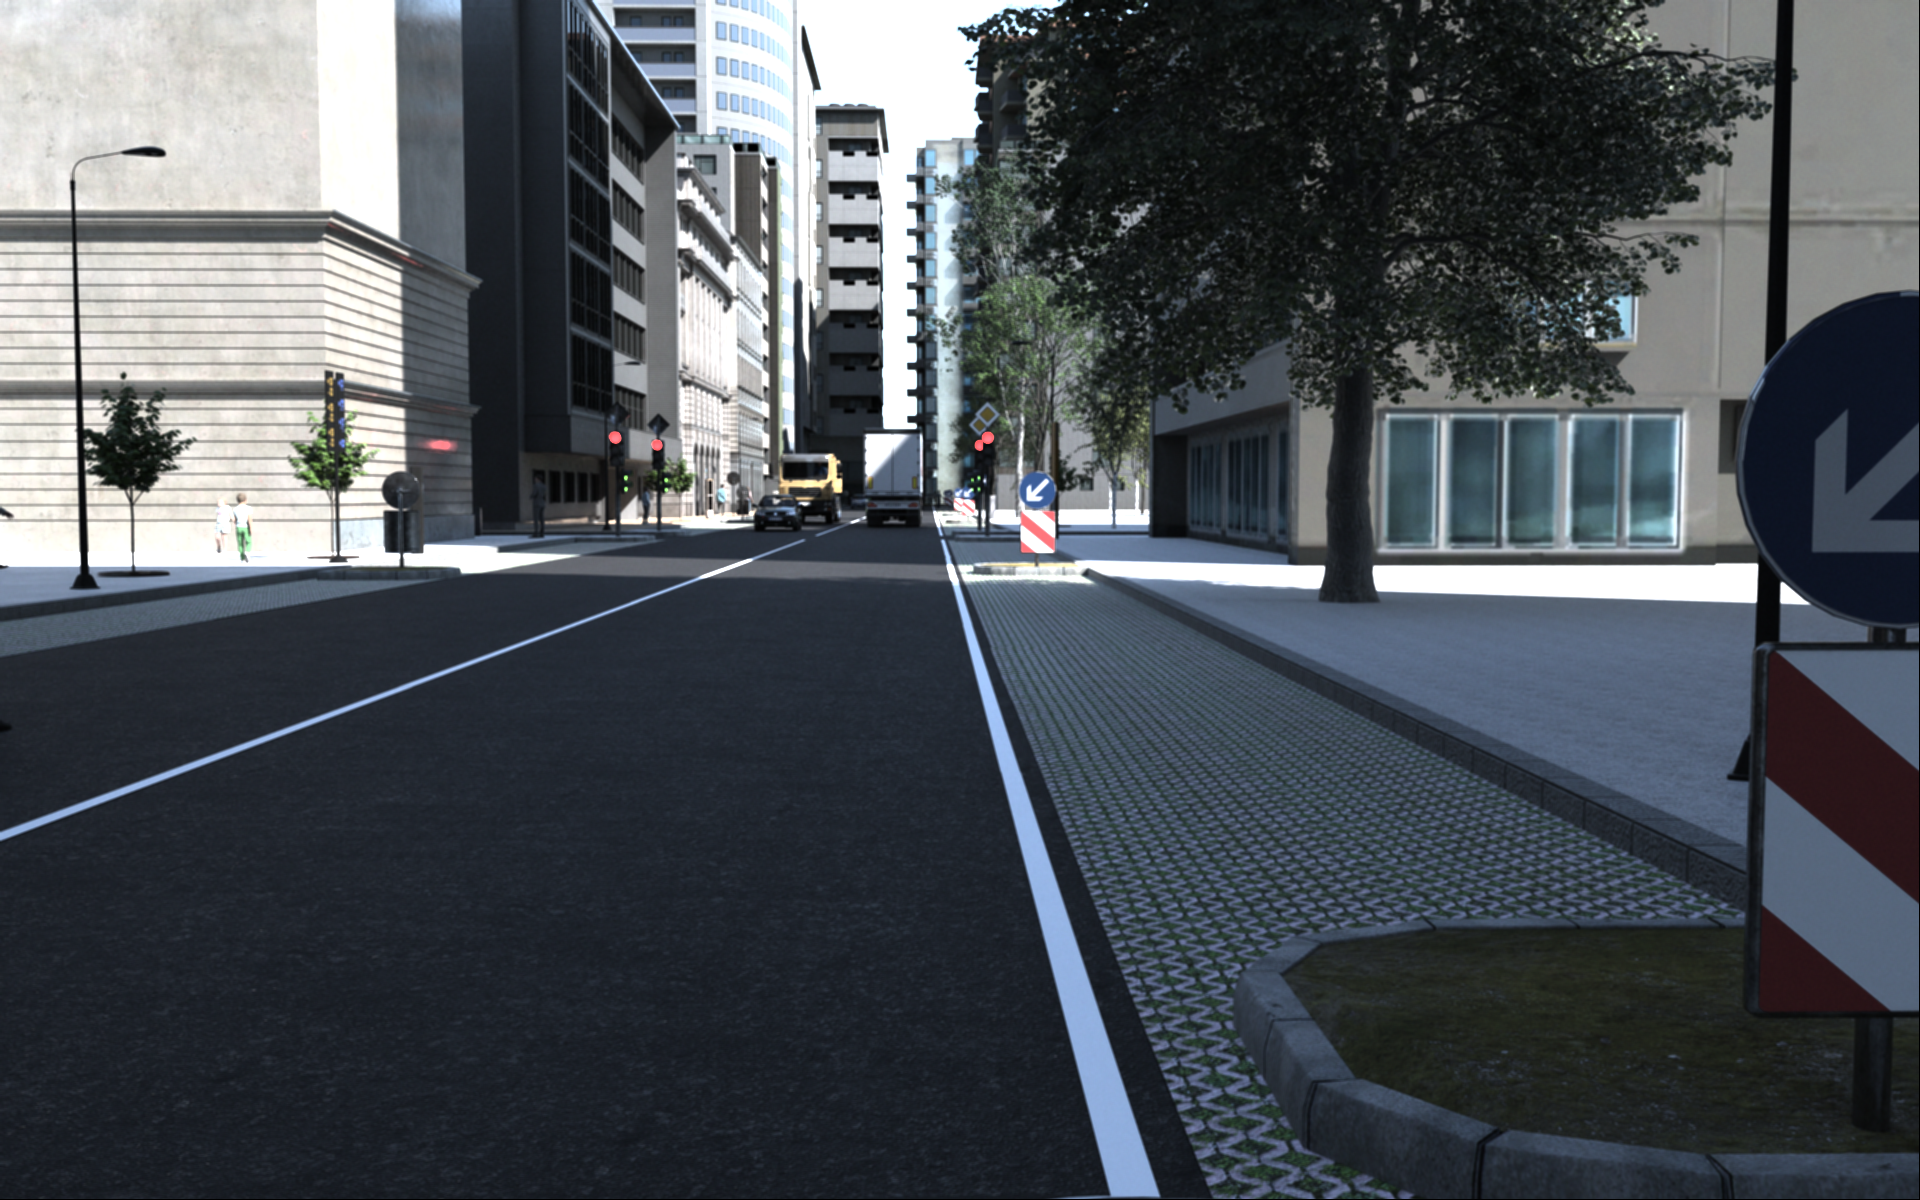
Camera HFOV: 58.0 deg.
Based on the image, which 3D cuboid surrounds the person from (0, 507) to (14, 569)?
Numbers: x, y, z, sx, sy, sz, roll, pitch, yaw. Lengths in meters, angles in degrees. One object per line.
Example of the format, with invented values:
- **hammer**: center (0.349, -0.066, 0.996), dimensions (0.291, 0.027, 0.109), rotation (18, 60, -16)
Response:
- **person**: center (-16.435, -1.395, 29.126), dimensions (0.850, 1.792, 0.678), rotation (0, 4, -7)

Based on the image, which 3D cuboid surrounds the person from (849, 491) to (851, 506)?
- **person**: center (-12.313, -11.354, 194.856), dimensions (0.721, 1.735, 1.217), rotation (0, 4, -4)

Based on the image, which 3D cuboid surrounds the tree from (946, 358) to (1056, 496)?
- **tree**: center (2.479, -11.280, 118.841), dimensions (7.601, 10.594, 8.767), rotation (2, 4, 29)

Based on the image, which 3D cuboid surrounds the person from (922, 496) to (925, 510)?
- **person**: center (-3.473, -8.948, 155.718), dimensions (0.530, 1.710, 0.541), rotation (-2, 4, -32)

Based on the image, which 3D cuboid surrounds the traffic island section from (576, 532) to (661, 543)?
- **traffic island section**: center (-10.384, -1.850, 52.523), dimensions (2.009, 0.180, 2.903), rotation (0, 4, -1)

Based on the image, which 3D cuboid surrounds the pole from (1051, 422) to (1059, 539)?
- **pole**: center (2.704, -3.391, 49.292), dimensions (0.158, 3.312, 0.155), rotation (0, 3, 0)

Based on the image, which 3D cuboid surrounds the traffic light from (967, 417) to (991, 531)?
- **traffic light**: center (0.674, -4.383, 60.586), dimensions (0.839, 4.253, 0.868), rotation (0, 4, -1)

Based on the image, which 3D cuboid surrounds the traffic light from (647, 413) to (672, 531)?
- **traffic light**: center (-10.485, -4.370, 60.373), dimensions (0.839, 4.253, 0.868), rotation (0, 4, -1)

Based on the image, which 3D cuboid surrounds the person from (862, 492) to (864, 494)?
- **person**: center (-10.777, -11.117, 191.737), dimensions (0.593, 1.643, 0.415), rotation (3, 4, 37)

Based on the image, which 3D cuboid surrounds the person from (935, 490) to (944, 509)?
- **person**: center (-2.035, -9.726, 167.598), dimensions (0.705, 1.814, 1.350), rotation (-3, 4, -39)

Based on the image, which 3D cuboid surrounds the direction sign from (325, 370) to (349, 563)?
- **direction sign**: center (-11.587, -2.458, 32.184), dimensions (0.379, 3.537, 0.876), rotation (0, 4, 0)

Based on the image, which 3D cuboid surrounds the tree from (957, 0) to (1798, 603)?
- **tree**: center (4.742, -6.957, 20.397), dimensions (9.857, 13.997, 8.962), rotation (0, 3, 0)

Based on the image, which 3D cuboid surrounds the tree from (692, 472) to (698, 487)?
- **tree**: center (-12.961, -5.275, 80.849), dimensions (1.663, 3.219, 1.824), rotation (0, 3, 0)

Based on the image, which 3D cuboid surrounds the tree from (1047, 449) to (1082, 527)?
- **tree**: center (3.770, -4.491, 68.031), dimensions (1.663, 3.219, 1.824), rotation (0, 3, 0)

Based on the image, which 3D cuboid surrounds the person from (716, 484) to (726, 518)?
- **person**: center (-12.927, -5.347, 93.486), dimensions (0.660, 1.820, 0.620), rotation (1, 4, 19)

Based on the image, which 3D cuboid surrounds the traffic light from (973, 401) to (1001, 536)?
- **traffic light**: center (0.816, -3.895, 52.602), dimensions (0.839, 4.253, 0.868), rotation (0, 4, -1)

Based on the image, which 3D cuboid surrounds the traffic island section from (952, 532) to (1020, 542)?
- **traffic island section**: center (0.856, -1.862, 52.717), dimensions (2.009, 0.180, 2.903), rotation (0, 4, -1)

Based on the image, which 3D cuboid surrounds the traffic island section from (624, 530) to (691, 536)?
- **traffic island section**: center (-10.525, -2.338, 60.507), dimensions (2.009, 0.180, 2.903), rotation (0, 4, -1)

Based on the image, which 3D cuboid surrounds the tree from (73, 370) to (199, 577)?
- **tree**: center (-13.133, -1.999, 27.278), dimensions (1.663, 3.219, 1.824), rotation (0, 3, 0)

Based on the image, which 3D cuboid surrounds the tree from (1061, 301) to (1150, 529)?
- **tree**: center (5.713, -6.967, 64.271), dimensions (4.360, 8.622, 3.978), rotation (0, 3, 0)

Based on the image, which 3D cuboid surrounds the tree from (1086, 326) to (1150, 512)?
- **tree**: center (14.040, -13.150, 125.379), dimensions (12.009, 13.543, 11.850), rotation (0, 3, 0)

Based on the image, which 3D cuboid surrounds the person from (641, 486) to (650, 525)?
- **person**: center (-13.218, -3.987, 73.033), dimensions (0.330, 1.601, 0.589), rotation (-2, 4, -29)

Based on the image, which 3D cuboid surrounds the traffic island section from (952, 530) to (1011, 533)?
- **traffic island section**: center (0.714, -2.350, 60.701), dimensions (2.009, 0.180, 2.903), rotation (0, 4, -1)

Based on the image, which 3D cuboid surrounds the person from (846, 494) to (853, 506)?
- **person**: center (-12.755, -11.642, 199.664), dimensions (1.217, 1.723, 0.721), rotation (1, 4, 22)

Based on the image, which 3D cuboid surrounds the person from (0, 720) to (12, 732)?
- **person**: center (-6.075, -0.148, 10.286), dimensions (0.648, 1.900, 0.474), rotation (0, 4, -8)

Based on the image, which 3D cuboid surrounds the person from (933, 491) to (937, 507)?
- **person**: center (-2.850, -11.363, 195.075), dimensions (0.721, 1.735, 1.217), rotation (1, 4, 14)

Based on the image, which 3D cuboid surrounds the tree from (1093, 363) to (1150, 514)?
- **tree**: center (11.894, -10.705, 109.440), dimensions (7.601, 10.594, 8.767), rotation (0, 4, 5)

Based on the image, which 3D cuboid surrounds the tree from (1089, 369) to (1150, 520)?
- **tree**: center (8.813, -8.173, 83.996), dimensions (4.737, 8.622, 4.395), rotation (0, 3, 0)

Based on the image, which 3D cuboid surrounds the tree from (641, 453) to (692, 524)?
- **tree**: center (-12.923, -4.942, 75.405), dimensions (1.663, 3.219, 1.824), rotation (0, 3, 0)

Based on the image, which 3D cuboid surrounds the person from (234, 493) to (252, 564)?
- **person**: center (-13.148, -1.314, 31.774), dimensions (0.306, 1.304, 0.590), rotation (-2, 4, -24)

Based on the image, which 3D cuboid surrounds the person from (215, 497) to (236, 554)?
- **person**: center (-15.744, -1.595, 37.139), dimensions (0.505, 1.210, 0.382), rotation (0, 4, 4)

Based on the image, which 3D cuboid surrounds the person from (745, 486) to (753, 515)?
- **person**: center (-13.160, -6.174, 107.581), dimensions (0.593, 1.750, 0.643), rotation (1, 4, 12)

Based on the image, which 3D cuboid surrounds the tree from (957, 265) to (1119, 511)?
- **tree**: center (3.570, -9.255, 77.082), dimensions (9.928, 11.665, 9.643), rotation (0, 3, 0)

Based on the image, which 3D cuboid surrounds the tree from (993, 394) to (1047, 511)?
- **tree**: center (4.369, -10.789, 126.757), dimensions (4.360, 8.622, 3.978), rotation (0, 3, 0)

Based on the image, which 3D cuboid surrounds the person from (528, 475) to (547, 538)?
- **person**: center (-12.423, -2.747, 50.768), dimensions (0.447, 1.846, 0.655), rotation (1, 4, 22)

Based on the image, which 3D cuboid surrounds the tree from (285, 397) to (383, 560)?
- **tree**: center (-12.558, -2.437, 34.442), dimensions (1.663, 3.219, 1.824), rotation (0, 3, 0)

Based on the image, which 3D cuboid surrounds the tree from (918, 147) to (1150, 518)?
- **tree**: center (3.971, -14.487, 92.747), dimensions (12.611, 20.169, 13.585), rotation (0, 3, 0)

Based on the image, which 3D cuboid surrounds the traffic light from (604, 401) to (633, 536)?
- **traffic light**: center (-10.344, -3.882, 52.389), dimensions (0.839, 4.253, 0.868), rotation (0, 4, -1)
